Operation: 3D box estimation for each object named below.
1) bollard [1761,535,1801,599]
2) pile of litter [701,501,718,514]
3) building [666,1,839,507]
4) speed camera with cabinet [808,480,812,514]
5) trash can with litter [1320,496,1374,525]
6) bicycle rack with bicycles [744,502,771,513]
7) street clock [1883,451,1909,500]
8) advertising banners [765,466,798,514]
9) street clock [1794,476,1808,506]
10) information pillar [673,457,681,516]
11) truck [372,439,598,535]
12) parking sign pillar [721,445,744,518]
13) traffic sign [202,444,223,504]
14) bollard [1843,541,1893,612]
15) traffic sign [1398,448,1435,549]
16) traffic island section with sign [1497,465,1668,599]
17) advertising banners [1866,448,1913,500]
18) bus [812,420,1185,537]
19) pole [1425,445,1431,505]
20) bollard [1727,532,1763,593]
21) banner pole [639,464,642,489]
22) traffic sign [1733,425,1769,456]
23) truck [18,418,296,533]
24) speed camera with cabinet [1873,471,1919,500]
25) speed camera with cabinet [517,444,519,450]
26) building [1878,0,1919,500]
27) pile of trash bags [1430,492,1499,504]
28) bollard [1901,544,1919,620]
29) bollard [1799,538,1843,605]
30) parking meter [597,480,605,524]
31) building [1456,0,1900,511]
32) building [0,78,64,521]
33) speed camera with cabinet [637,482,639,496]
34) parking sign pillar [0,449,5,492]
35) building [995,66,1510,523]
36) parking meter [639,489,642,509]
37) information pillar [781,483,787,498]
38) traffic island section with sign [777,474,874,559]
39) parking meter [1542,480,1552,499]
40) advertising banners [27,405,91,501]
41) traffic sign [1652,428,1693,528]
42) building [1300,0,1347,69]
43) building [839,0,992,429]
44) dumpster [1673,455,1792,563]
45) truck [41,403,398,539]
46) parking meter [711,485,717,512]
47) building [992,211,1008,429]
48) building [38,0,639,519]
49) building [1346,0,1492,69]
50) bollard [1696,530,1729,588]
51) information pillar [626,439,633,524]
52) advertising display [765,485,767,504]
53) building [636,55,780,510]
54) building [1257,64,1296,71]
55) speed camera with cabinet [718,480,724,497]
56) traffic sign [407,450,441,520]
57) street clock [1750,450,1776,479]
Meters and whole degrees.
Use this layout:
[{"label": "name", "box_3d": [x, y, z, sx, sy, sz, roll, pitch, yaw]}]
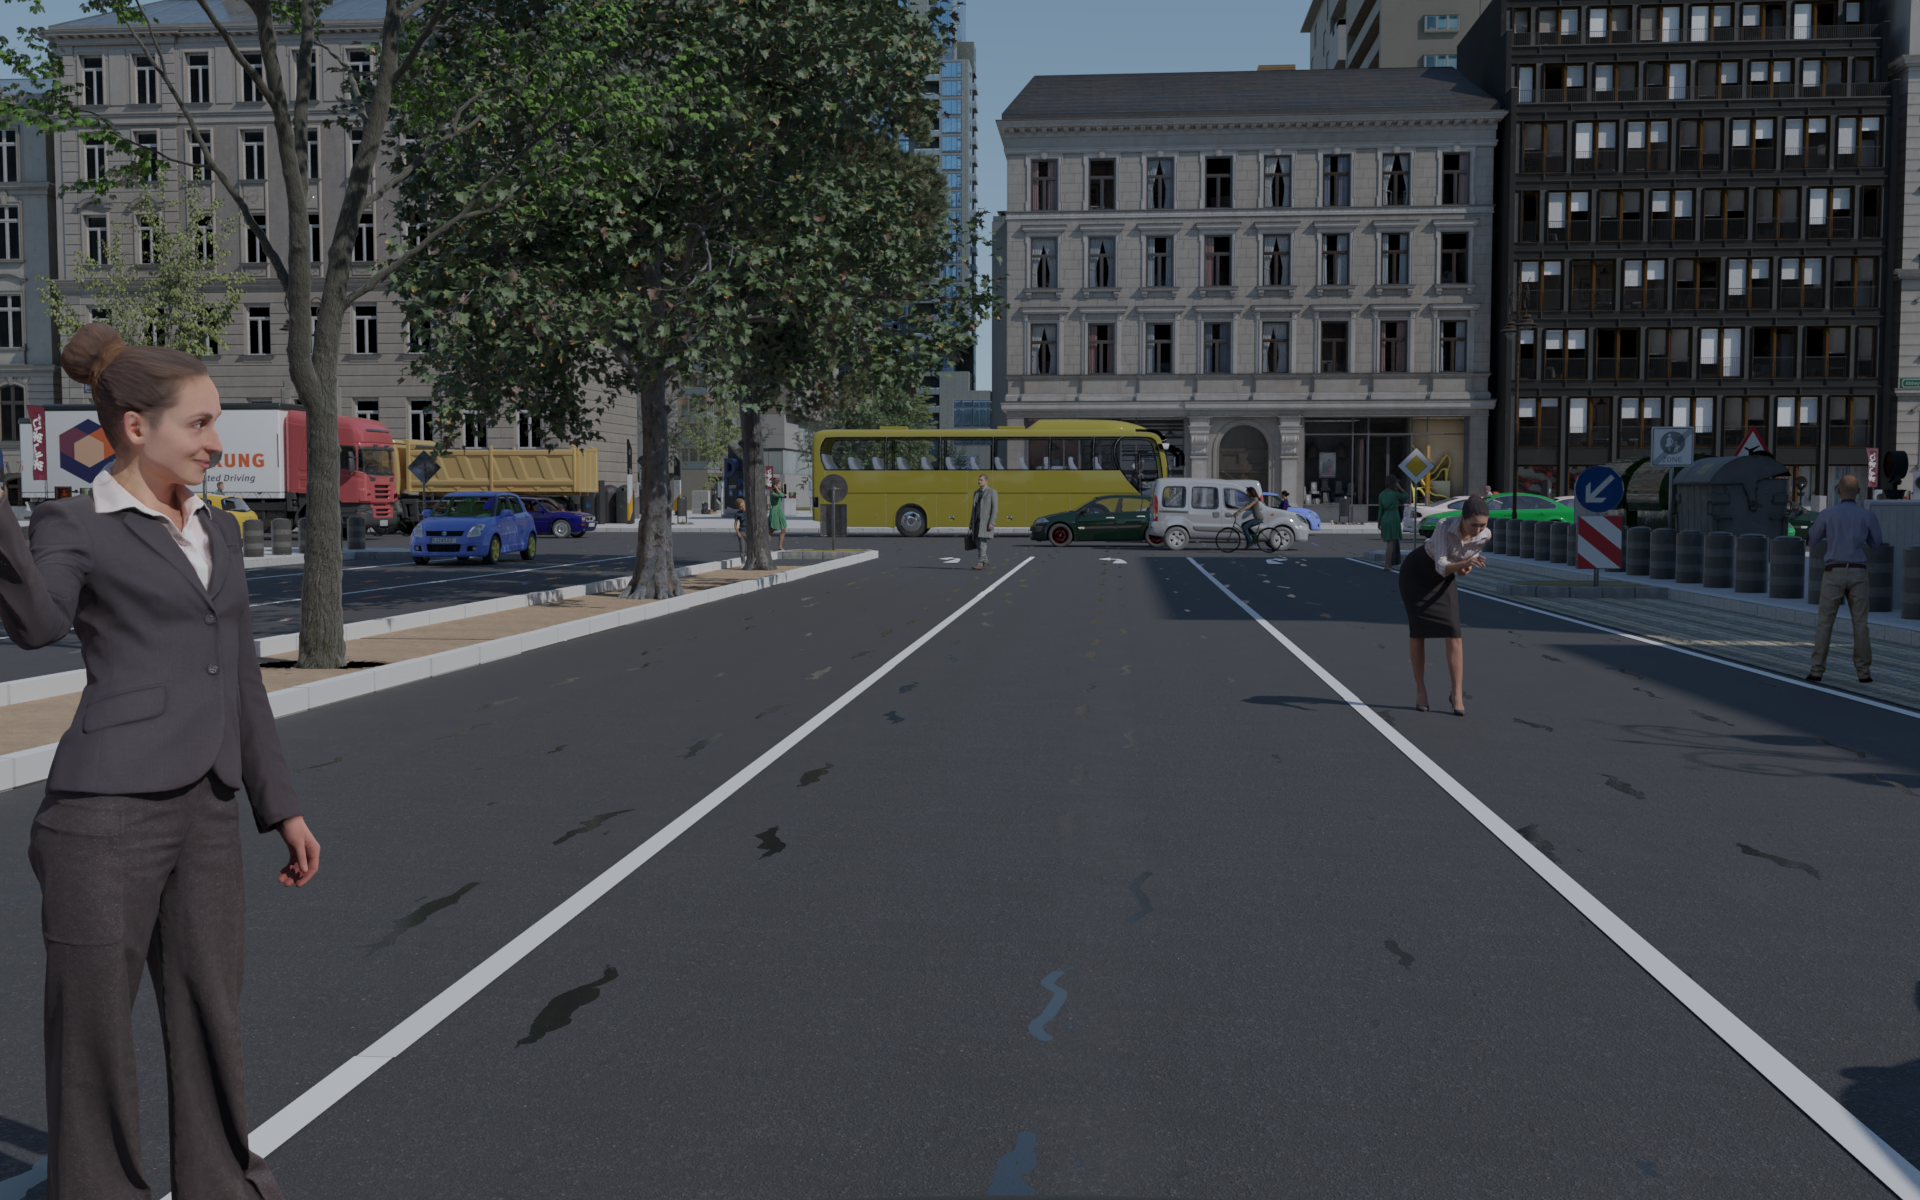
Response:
[{"label": "bollard", "box_3d": [10.220, -0.408, 21.392, 0.404, 0.777, 0.398, 0, 3, 0]}, {"label": "pile of litter", "box_3d": [-15.933, -5.870, 109.942, 1.176, 0.858, 1.719, 0, 4, 8]}, {"label": "building", "box_3d": [-27.171, -35.748, 173.714, 27.495, 52.752, 28.713, 0, 4, 5]}, {"label": "speed camera with cabinet", "box_3d": [-9.004, -7.340, 114.343, 2.038, 3.252, 0.660, 0, 4, -3]}, {"label": "trash can with litter", "box_3d": [16.251, -3.743, 72.249, 1.678, 1.210, 2.233, -2, 4, -35]}, {"label": "bicycle rack with bicycles", "box_3d": [-13.071, -6.102, 113.156, 2.925, 0.926, 2.852, -3, 4, -36]}, {"label": "street clock", "box_3d": [15.576, -1.487, 28.878, 0.358, 2.002, 0.471, 0, 4, 7]}, {"label": "advertising banners", "box_3d": [-11.160, -6.845, 108.095, 2.074, 3.025, 0.090, -1, 4, -22]}, {"label": "street clock", "box_3d": [33.757, -3.974, 69.548, 0.471, 2.002, 0.358, 3, 5, 40]}, {"label": "information pillar", "box_3d": [-16.737, -6.799, 102.512, 0.504, 3.616, 0.183, 2, 4, 32]}, {"label": "truck", "box_3d": [-18.025, -4.030, 61.810, 9.791, 3.379, 3.469, 0, 4, 4]}, {"label": "parking sign pillar", "box_3d": [-12.303, -6.468, 94.230, 1.447, 3.967, 1.447, -3, 5, -41]}, {"label": "traffic sign", "box_3d": [-15.395, -2.153, 35.307, 0.768, 2.556, 0.104, 0, 4, 7]}, {"label": "bollard", "box_3d": [10.006, -0.261, 18.981, 0.404, 0.777, 0.398, 0, 3, 0]}, {"label": "traffic sign", "box_3d": [9.897, -2.079, 37.636, 0.795, 2.450, 0.064, 0, 4, 5]}, {"label": "traffic island section with sign", "box_3d": [8.752, -0.977, 24.609, 1.989, 1.847, 2.006, 0, 4, 5]}, {"label": "advertising banners", "box_3d": [35.350, -4.264, 65.911, 2.074, 3.025, 0.090, -1, 4, -11]}, {"label": "bus", "box_3d": [1.276, -4.068, 58.058, 12.252, 3.916, 2.896, 0, 4, 3]}, {"label": "pole", "box_3d": [19.582, -4.814, 72.553, 0.158, 3.312, 0.155, 0, 3, 0]}, {"label": "bollard", "box_3d": [10.329, -0.482, 22.592, 0.404, 0.777, 0.398, 0, 3, 0]}, {"label": "banner pole", "box_3d": [-19.384, -7.072, 105.645, 0.401, 3.779, 0.863, -3, 4, -36]}, {"label": "traffic sign", "box_3d": [14.966, -2.005, 32.778, 0.884, 2.594, 0.081, 1, 4, 9]}, {"label": "truck", "box_3d": [-28.962, -4.625, 64.528, 11.283, 4.237, 2.839, 0, 4, 5]}, {"label": "speed camera with cabinet", "box_3d": [37.247, -4.531, 68.420, 2.038, 3.252, 0.660, 2, 4, 27]}, {"label": "speed camera with cabinet", "box_3d": [-16.981, -4.567, 69.011, 2.038, 3.252, 0.660, -2, 4, -34]}, {"label": "building", "box_3d": [51.579, -17.806, 78.520, 23.554, 28.519, 14.401, 0, 4, 5]}, {"label": "pile of trash bags", "box_3d": [20.402, -3.670, 69.755, 1.912, 1.369, 3.447, -2, 4, -30]}, {"label": "bollard", "box_3d": [9.895, -0.187, 17.777, 0.404, 0.777, 0.398, 0, 3, 0]}, {"label": "bollard", "box_3d": [10.111, -0.335, 20.188, 0.404, 0.777, 0.398, 0, 3, 0]}, {"label": "parking meter", "box_3d": [-15.198, -4.132, 73.262, 0.255, 1.863, 0.399, -2, 4, -31]}, {"label": "building", "box_3d": [31.878, -15.278, 79.479, 15.834, 23.373, 12.332, 0, 4, 5]}, {"label": "building", "box_3d": [-59.527, -16.488, 88.670, 34.723, 24.649, 14.460, 0, 4, 5]}, {"label": "speed camera with cabinet", "box_3d": [-24.101, -8.426, 132.100, 2.038, 3.252, 0.660, -1, 4, -20]}, {"label": "parking sign pillar", "box_3d": [-39.681, -5.049, 71.017, 1.447, 3.967, 1.447, 0, 4, -7]}, {"label": "building", "box_3d": [3.767, -14.094, 81.340, 40.483, 20.767, 10.553, 0, 4, 5]}, {"label": "parking meter", "box_3d": [-20.459, -6.460, 111.335, 0.255, 1.863, 0.399, 0, 4, 8]}, {"label": "information pillar", "box_3d": [-11.898, -6.892, 117.171, 0.304, 2.012, 0.304, -2, 4, -35]}, {"label": "traffic island section with sign", "box_3d": [-2.957, -1.894, 39.100, 2.006, 1.907, 1.989, 0, 4, 5]}, {"label": "parking meter", "box_3d": [23.868, -3.960, 70.455, 0.255, 1.863, 0.399, 3, 5, 41]}, {"label": "advertising banners", "box_3d": [-18.126, -2.376, 35.039, 0.090, 3.025, 2.074, 1, 4, 9]}, {"label": "traffic sign", "box_3d": [10.831, -1.484, 26.398, 0.606, 2.300, 0.079, 1, 4, 11]}, {"label": "building", "box_3d": [48.813, -35.427, 168.470, 28.713, 52.752, 27.495, 0, 4, 5]}, {"label": "building", "box_3d": [-10.472, -57.126, 246.677, 31.000, 86.520, 22.319, 0, 4, 5]}, {"label": "dumpster", "box_3d": [11.819, -1.271, 26.546, 1.264, 1.857, 1.865, 0, 4, 5]}, {"label": "truck", "box_3d": [-22.889, -4.014, 54.540, 11.283, 4.237, 2.839, 0, 4, 7]}, {"label": "parking meter", "box_3d": [-16.544, -6.774, 116.464, 0.255, 1.863, 0.399, 1, 4, 14]}, {"label": "building", "box_3d": [11.584, -34.130, 241.624, 14.086, 41.232, 14.154, 0, 4, 5]}, {"label": "building", "box_3d": [-29.266, -17.574, 84.597, 25.104, 27.353, 12.463, 0, 4, 5]}, {"label": "building", "box_3d": [44.121, -31.838, 144.258, 21.300, 48.544, 21.600, 0, 4, 5]}, {"label": "bollard", "box_3d": [10.434, -0.555, 23.789, 0.404, 0.777, 0.398, 0, 3, 0]}, {"label": "information pillar", "box_3d": [-14.025, -5.027, 73.547, 0.183, 3.616, 0.504, 0, 4, 6]}, {"label": "advertising display", "box_3d": [-14.169, -7.192, 122.799, 0.974, 1.923, 0.123, 0, 4, -5]}, {"label": "building", "box_3d": [-32.275, -27.780, 146.091, 32.217, 40.220, 23.993, 0, 4, 5]}, {"label": "building", "box_3d": [33.585, -42.812, 241.982, 28.212, 58.520, 21.231, 0, 4, 5]}, {"label": "speed camera with cabinet", "box_3d": [-15.843, -7.583, 118.324, 0.660, 3.252, 2.038, 1, 4, 20]}, {"label": "traffic sign", "box_3d": [-12.257, -2.201, 39.633, 0.795, 2.450, 0.064, 0, 4, 5]}, {"label": "street clock", "box_3d": [13.213, -1.471, 28.629, 0.471, 2.002, 0.358, 2, 4, 24]}]
